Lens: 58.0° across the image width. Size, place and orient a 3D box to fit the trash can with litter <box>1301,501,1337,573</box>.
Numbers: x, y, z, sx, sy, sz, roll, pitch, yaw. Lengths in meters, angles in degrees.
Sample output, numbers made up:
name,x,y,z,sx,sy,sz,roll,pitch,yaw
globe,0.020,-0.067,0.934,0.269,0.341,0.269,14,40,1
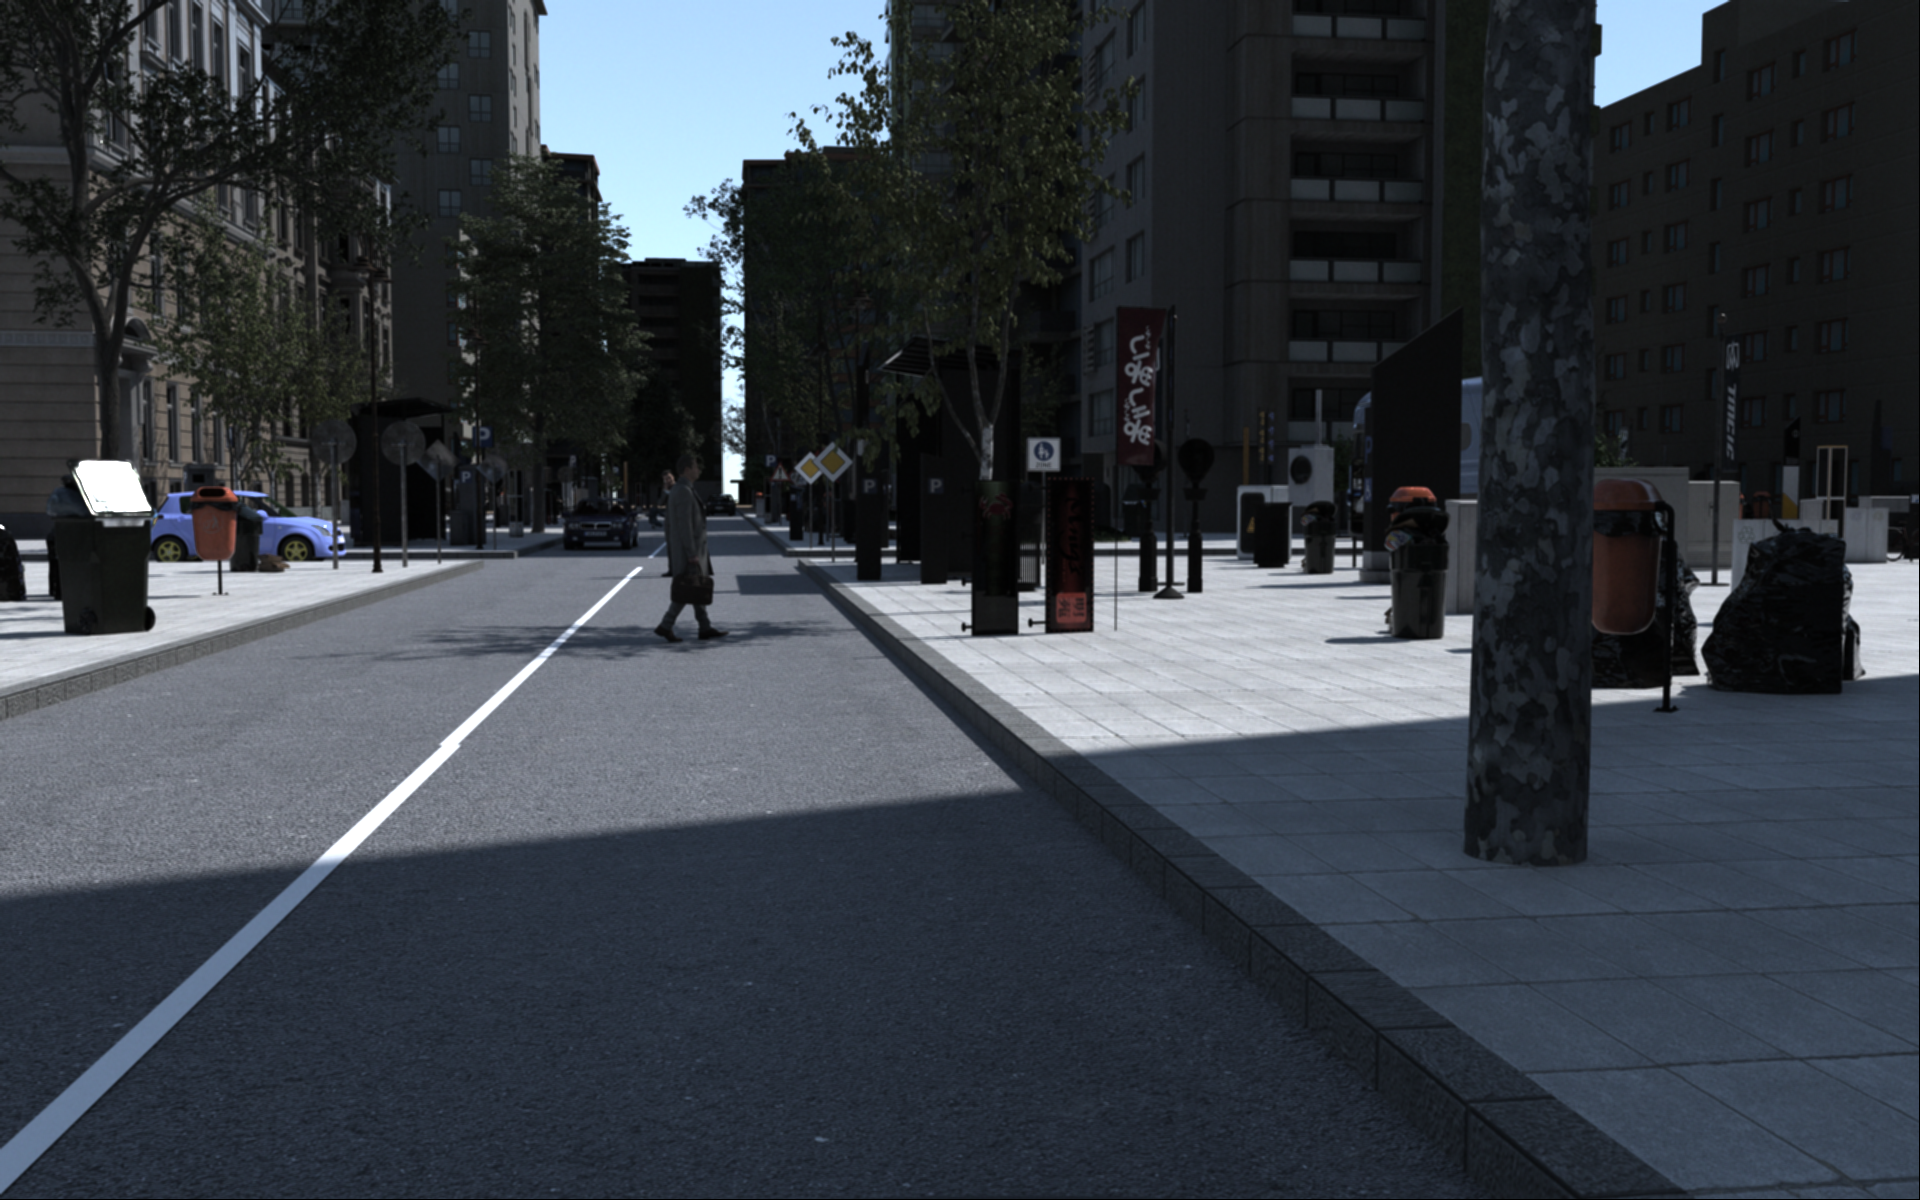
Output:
name,x,y,z,sx,sy,sz,roll,pitch,yaw
trash can with litter,5.754,-1.027,28.180,0.624,1.170,1.055,0,4,-1

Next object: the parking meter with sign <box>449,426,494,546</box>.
name,x,y,z,sx,sy,sz,roll,pitch,yaw
parking meter with sign,-12.345,-2.901,43.697,0.543,3.016,1.738,0,4,8

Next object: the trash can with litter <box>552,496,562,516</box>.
name,x,y,z,sx,sy,sz,roll,pitch,yaw
trash can with litter,-23.726,-5.466,100.752,1.055,1.170,0.624,-2,4,-24

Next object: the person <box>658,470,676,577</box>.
name,x,y,z,sx,sy,sz,roll,pitch,yaw
person,-4.910,-1.324,29.946,0.655,1.846,0.447,1,4,11

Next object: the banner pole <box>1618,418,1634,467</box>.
name,x,y,z,sx,sy,sz,roll,pitch,yaw
banner pole,21.759,-4.072,56.587,0.863,3.779,0.401,-2,4,-31

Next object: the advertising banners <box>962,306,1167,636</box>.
name,x,y,z,sx,sy,sz,roll,pitch,yaw
advertising banners,0.988,-1.210,15.965,2.074,3.025,0.090,-1,4,-22

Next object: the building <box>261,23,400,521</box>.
name,x,y,z,sx,sy,sz,roll,pitch,yaw
building,-36.042,-16.216,84.224,14.460,24.649,34.723,0,4,-8

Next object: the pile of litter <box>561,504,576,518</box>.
name,x,y,z,sx,sy,sz,roll,pitch,yaw
pile of litter,-20.610,-4.803,92.498,1.176,0.858,1.719,-3,4,-36

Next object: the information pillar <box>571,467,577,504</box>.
name,x,y,z,sx,sy,sz,roll,pitch,yaw
information pillar,-24.141,-7.144,108.167,0.504,3.616,0.183,2,4,35

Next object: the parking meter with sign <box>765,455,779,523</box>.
name,x,y,z,sx,sy,sz,roll,pitch,yaw
parking meter with sign,-8.352,-4.959,77.333,0.543,3.016,1.738,0,4,-1

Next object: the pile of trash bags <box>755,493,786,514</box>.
name,x,y,z,sx,sy,sz,roll,pitch,yaw
pile of trash bags,-12.341,-6.216,111.380,1.912,1.369,3.447,1,4,16

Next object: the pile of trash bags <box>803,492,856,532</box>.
name,x,y,z,sx,sy,sz,roll,pitch,yaw
pile of trash bags,-4.460,-3.043,59.503,1.912,1.369,3.447,0,4,-7

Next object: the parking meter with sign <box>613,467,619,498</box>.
name,x,y,z,sx,sy,sz,roll,pitch,yaw
parking meter with sign,-22.522,-7.003,110.756,1.738,3.016,0.543,3,5,44

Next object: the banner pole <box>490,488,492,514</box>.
name,x,y,z,sx,sy,sz,roll,pitch,yaw
banner pole,-29.899,-7.402,111.041,0.401,3.779,0.863,3,5,45

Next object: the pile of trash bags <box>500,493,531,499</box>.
name,x,y,z,sx,sy,sz,roll,pitch,yaw
pile of trash bags,-26.764,-5.736,103.540,1.912,1.369,3.447,-3,4,-38

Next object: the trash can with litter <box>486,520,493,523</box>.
name,x,y,z,sx,sy,sz,roll,pitch,yaw
trash can with litter,-21.547,-4.078,77.732,1.678,1.210,2.233,-1,4,-14

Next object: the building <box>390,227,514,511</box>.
name,x,y,z,sx,sy,sz,roll,pitch,yaw
building,-48.117,-17.129,125.104,27.650,21.520,28.899,0,4,-8

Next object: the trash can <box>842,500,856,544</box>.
name,x,y,z,sx,sy,sz,roll,pitch,yaw
trash can,-2.698,-2.023,44.723,0.748,1.137,0.748,0,3,0

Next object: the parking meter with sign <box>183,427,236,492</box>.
name,x,y,z,sx,sy,sz,roll,pitch,yaw
parking meter with sign,-19.539,-2.947,44.440,1.738,3.016,0.543,-3,4,-39

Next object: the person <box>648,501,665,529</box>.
name,x,y,z,sx,sy,sz,roll,pitch,yaw
person,-12.692,-3.550,72.043,1.012,1.151,0.738,2,4,35

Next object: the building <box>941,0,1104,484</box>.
name,x,y,z,sx,sy,sz,roll,pitch,yaw
building,10.665,-26.864,93.850,22.147,44.769,28.867,0,4,-8

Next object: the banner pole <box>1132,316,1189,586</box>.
name,x,y,z,sx,sy,sz,roll,pitch,yaw
banner pole,2.795,-2.107,24.460,0.863,3.779,0.401,3,4,38

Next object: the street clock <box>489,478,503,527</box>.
name,x,y,z,sx,sy,sz,roll,pitch,yaw
street clock,-17.855,-3.799,66.689,0.358,2.002,0.471,3,5,45

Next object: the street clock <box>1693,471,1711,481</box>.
name,x,y,z,sx,sy,sz,roll,pitch,yaw
street clock,23.461,-3.073,54.809,0.471,2.002,0.358,0,4,0

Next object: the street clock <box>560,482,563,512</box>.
name,x,y,z,sx,sy,sz,roll,pitch,yaw
street clock,-24.198,-6.170,105.455,0.358,2.002,0.471,-1,4,-12

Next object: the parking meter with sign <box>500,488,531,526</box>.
name,x,y,z,sx,sy,sz,roll,pitch,yaw
parking meter with sign,-17.867,-4.538,70.456,1.738,3.016,0.543,0,4,0

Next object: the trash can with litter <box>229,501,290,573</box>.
name,x,y,z,sx,sy,sz,roll,pitch,yaw
trash can with litter,-11.582,-1.052,28.584,1.055,1.170,0.624,1,4,13

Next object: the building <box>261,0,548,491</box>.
name,x,y,z,sx,sy,sz,roll,pitch,yaw
building,-53.373,-34.951,160.681,27.495,52.752,28.713,0,4,-8

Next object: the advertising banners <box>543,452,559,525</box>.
name,x,y,z,sx,sy,sz,roll,pitch,yaw
advertising banners,-17.241,-4.669,72.530,0.090,3.025,2.074,0,4,8

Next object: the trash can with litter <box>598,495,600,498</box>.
name,x,y,z,sx,sy,sz,roll,pitch,yaw
trash can with litter,-21.042,-5.355,98.604,2.233,1.210,1.678,-1,4,-12

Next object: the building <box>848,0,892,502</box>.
name,x,y,z,sx,sy,sz,roll,pitch,yaw
building,1.503,-52.117,164.783,22.319,86.520,31.000,0,4,-8

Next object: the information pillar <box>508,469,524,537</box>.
name,x,y,z,sx,sy,sz,roll,pitch,yaw
information pillar,-13.178,-2.869,51.395,0.304,2.012,0.304,2,4,27

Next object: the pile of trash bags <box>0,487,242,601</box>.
name,x,y,z,sx,sy,sz,roll,pitch,yaw
pile of trash bags,-10.749,-0.719,21.504,3.447,1.369,1.912,-1,4,-14

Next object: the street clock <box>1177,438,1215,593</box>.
name,x,y,z,sx,sy,sz,roll,pitch,yaw
street clock,3.067,-1.101,22.564,0.471,2.002,0.358,0,4,5

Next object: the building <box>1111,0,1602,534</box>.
name,x,y,z,sx,sy,sz,roll,pitch,yaw
building,12.435,-23.032,60.167,14.086,41.232,14.154,0,4,-8

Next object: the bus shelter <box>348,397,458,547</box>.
name,x,y,z,sx,sy,sz,roll,pitch,yaw
bus shelter,-14.385,-3.289,45.060,1.731,3.624,6.357,0,4,-8

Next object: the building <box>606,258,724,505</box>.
name,x,y,z,sx,sy,sz,roll,pitch,yaw
building,-36.536,-27.113,214.992,14.107,30.474,14.160,0,4,-8

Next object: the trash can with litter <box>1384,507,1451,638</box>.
name,x,y,z,sx,sy,sz,roll,pitch,yaw
trash can with litter,4.054,-0.263,15.690,0.624,1.170,1.055,0,4,1

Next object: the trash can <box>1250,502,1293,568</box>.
name,x,y,z,sx,sy,sz,roll,pitch,yaw
trash can,5.445,-1.140,30.285,0.748,1.137,0.748,0,3,0

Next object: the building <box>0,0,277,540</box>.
name,x,y,z,sx,sy,sz,roll,pitch,yaw
building,-31.807,-16.576,56.918,13.634,28.700,20.117,0,4,-8

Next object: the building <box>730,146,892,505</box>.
name,x,y,z,sx,sy,sz,roll,pitch,yaw
building,-14.925,-34.641,220.997,28.867,44.769,22.147,0,4,-8

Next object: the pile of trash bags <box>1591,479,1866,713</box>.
name,x,y,z,sx,sy,sz,roll,pitch,yaw
pile of trash bags,4.828,-0.107,11.495,1.912,1.369,3.447,3,4,36

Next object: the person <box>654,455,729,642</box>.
name,x,y,z,sx,sy,sz,roll,pitch,yaw
person,-2.623,-0.509,16.923,0.767,1.812,0.694,-1,4,-16

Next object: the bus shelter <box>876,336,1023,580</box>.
name,x,y,z,sx,sy,sz,roll,pitch,yaw
bus shelter,-0.263,-2.309,29.042,1.731,3.624,6.357,0,4,-8

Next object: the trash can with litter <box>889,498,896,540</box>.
name,x,y,z,sx,sy,sz,roll,pitch,yaw
trash can with litter,-2.134,-2.303,49.036,1.055,1.170,0.624,3,4,38

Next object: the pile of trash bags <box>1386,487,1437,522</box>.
name,x,y,z,sx,sy,sz,roll,pitch,yaw
pile of trash bags,7.065,-0.751,22.038,3.447,1.369,1.912,-1,4,-12

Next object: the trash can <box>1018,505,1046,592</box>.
name,x,y,z,sx,sy,sz,roll,pitch,yaw
trash can,0.767,-0.691,22.944,0.748,1.137,0.748,0,3,0

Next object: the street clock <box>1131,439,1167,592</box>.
name,x,y,z,sx,sy,sz,roll,pitch,yaw
street clock,2.474,-1.110,22.719,0.471,2.002,0.358,2,4,33

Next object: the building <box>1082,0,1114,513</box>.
name,x,y,z,sx,sy,sz,roll,pitch,yaw
building,2.639,-27.219,128.622,14.154,41.232,14.086,0,4,-8

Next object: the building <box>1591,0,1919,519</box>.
name,x,y,z,sx,sy,sz,roll,pitch,yaw
building,44.257,-13.806,70.774,28.899,21.520,27.650,0,4,-8

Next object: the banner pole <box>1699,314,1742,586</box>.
name,x,y,z,sx,sy,sz,roll,pitch,yaw
banner pole,10.579,-2.075,23.943,0.401,3.779,0.863,0,4,0

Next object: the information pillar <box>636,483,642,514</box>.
name,x,y,z,sx,sy,sz,roll,pitch,yaw
information pillar,-21.034,-6.671,113.557,0.304,2.012,0.304,1,4,13

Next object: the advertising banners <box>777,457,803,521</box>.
name,x,y,z,sx,sy,sz,roll,pitch,yaw
advertising banners,-8.202,-5.335,83.419,0.090,3.025,2.074,2,4,32

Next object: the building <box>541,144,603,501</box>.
name,x,y,z,sx,sy,sz,roll,pitch,yaw
building,-59.152,-34.231,214.307,28.867,44.769,22.147,0,4,-8

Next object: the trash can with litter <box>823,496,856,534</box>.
name,x,y,z,sx,sy,sz,roll,pitch,yaw
trash can with litter,-3.577,-2.773,56.389,2.233,1.210,1.678,-2,4,-34
